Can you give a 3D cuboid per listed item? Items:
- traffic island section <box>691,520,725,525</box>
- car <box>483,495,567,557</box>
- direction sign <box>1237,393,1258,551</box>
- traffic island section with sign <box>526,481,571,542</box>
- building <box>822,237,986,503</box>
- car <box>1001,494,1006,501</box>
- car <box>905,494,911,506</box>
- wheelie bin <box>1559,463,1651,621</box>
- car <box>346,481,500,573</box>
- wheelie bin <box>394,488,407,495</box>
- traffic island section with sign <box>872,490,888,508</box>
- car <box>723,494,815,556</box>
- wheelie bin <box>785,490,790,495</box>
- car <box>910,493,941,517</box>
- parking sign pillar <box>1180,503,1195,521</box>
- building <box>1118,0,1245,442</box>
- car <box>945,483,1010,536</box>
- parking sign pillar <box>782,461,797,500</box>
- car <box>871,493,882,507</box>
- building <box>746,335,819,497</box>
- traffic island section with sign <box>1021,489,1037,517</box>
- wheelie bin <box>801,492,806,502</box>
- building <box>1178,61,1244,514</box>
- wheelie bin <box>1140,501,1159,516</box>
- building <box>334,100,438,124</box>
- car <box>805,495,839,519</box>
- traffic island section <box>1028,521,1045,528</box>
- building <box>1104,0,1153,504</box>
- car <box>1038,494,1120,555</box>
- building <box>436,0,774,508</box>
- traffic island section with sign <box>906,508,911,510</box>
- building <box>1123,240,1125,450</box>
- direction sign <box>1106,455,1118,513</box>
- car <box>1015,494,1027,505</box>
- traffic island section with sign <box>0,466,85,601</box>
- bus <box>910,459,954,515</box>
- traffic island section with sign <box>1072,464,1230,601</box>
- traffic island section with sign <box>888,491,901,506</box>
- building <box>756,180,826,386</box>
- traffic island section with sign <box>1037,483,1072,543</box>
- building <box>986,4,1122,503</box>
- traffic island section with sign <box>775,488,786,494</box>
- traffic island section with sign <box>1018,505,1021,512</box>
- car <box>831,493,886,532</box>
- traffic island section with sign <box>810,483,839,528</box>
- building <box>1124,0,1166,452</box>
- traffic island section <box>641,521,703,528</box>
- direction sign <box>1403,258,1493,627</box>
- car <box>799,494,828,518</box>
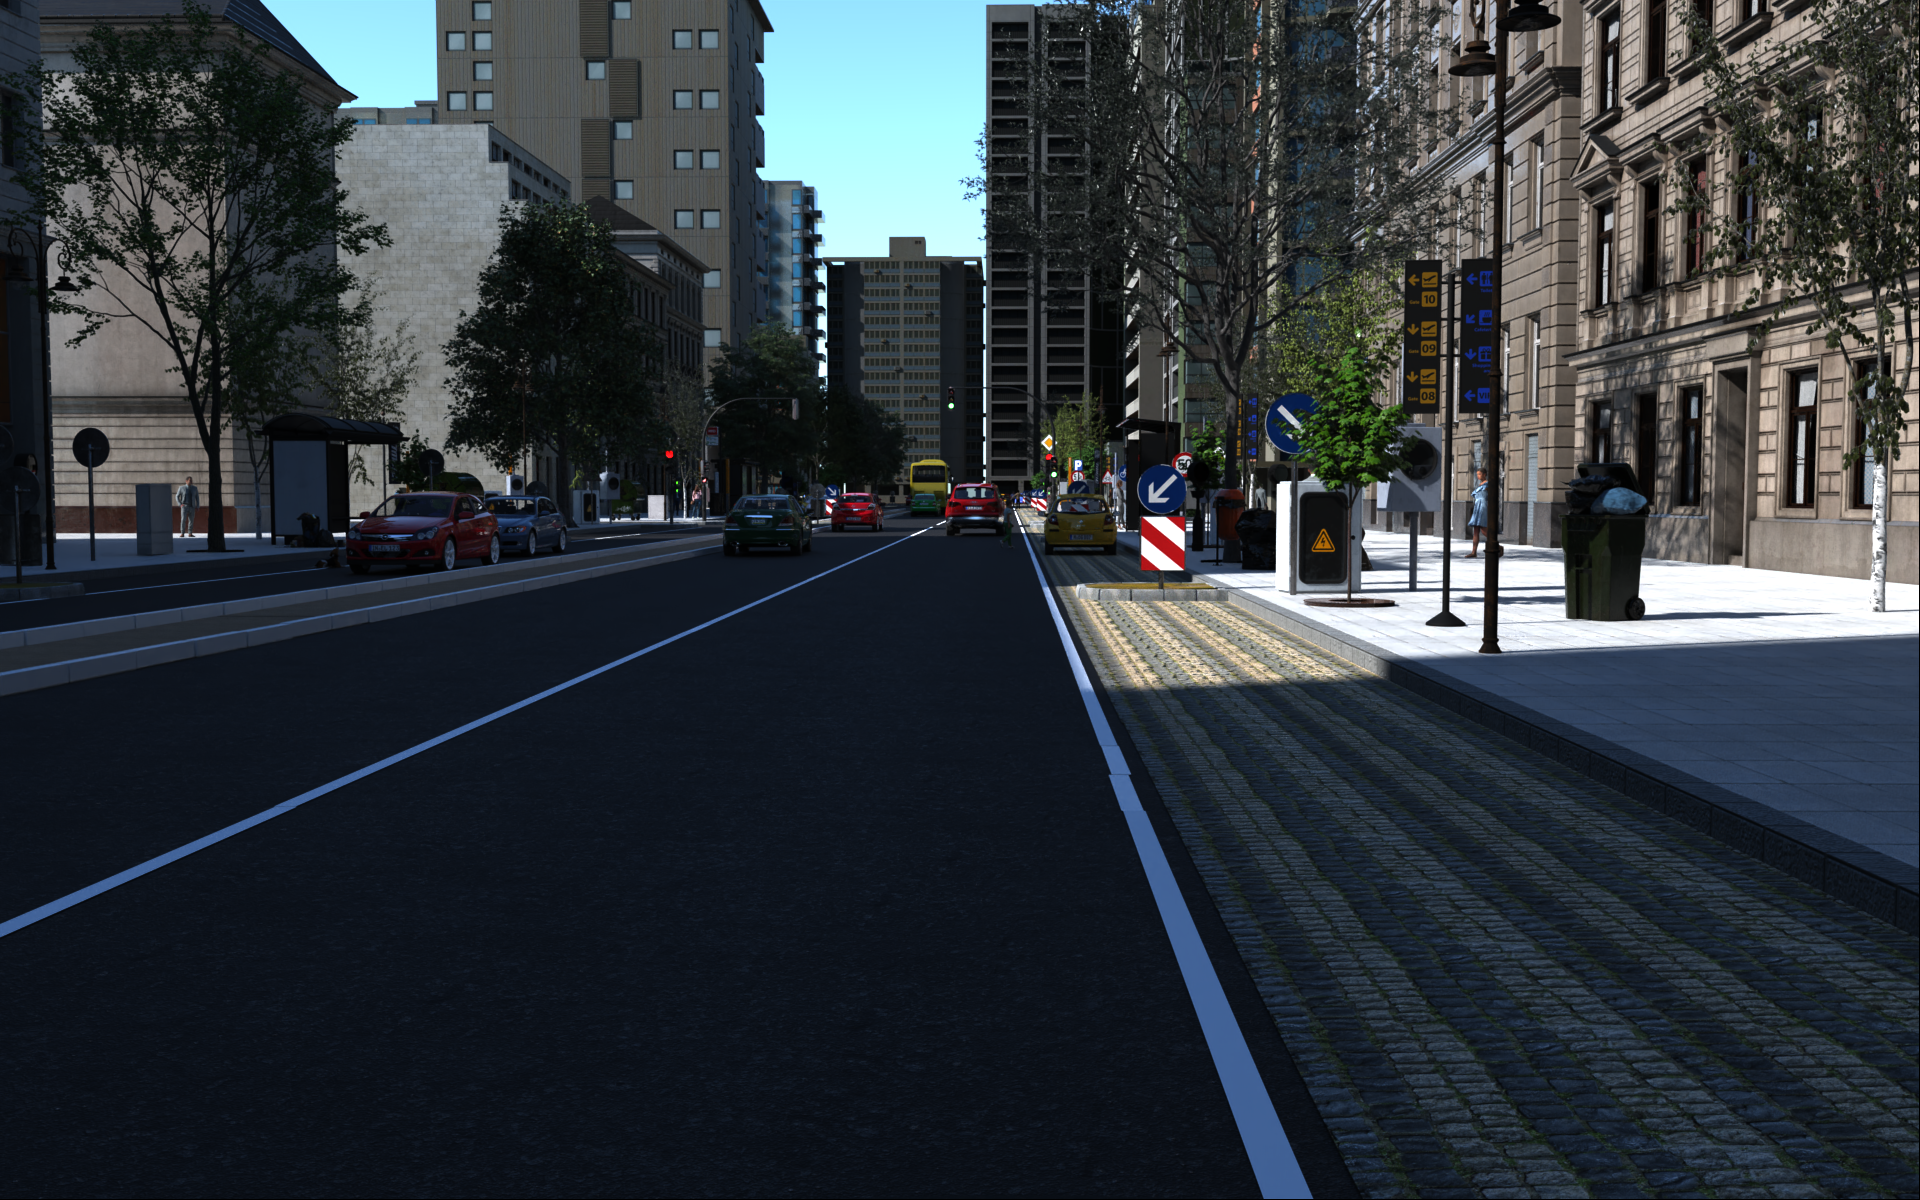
[{"bbox_3d":[-12.124,-3.653,82.014,2.009,0.180,2.903,0,4,2],"label":"traffic island section"},{"bbox_3d":[-10.584,-1.777,41.055,2.014,1.417,4.499,0,4,1],"label":"car"},{"bbox_3d":[6.428,-2.883,39.131,0.379,3.537,0.876,-2,4,-30],"label":"direction sign"},{"bbox_3d":[-12.645,-2.613,51.356,1.989,1.847,2.006,0,4,2],"label":"traffic island section with sign"},{"bbox_3d":[-8.087,-35.012,264.327,23.993,40.220,32.217,0,4,2],"label":"building"},{"bbox_3d":[3.416,-8.456,148.480,2.015,1.641,3.980,0,4,0],"label":"car"},{"bbox_3d":[-5.801,-12.716,216.944,2.155,1.783,4.494,0,4,2],"label":"car"},{"bbox_3d":[6.570,-0.597,17.662,0.693,1.594,0.980,-2,4,-30],"label":"wheelie bin"},{"bbox_3d":[-10.065,-1.443,32.635,2.155,1.783,4.494,0,4,2],"label":"car"},{"bbox_3d":[-26.872,-4.625,83.521,0.693,1.594,0.980,1,4,13],"label":"wheelie bin"},{"bbox_3d":[-8.949,-10.716,183.841,1.989,1.847,2.006,0,4,2],"label":"traffic island section with sign"},{"bbox_3d":[-4.610,-1.835,41.802,2.131,1.459,4.920,0,4,0],"label":"car"},{"bbox_3d":[-12.767,-7.240,126.286,0.693,1.594,0.980,1,4,21],"label":"wheelie bin"},{"bbox_3d":[-2.195,-6.243,110.863,1.959,1.807,4.718,0,4,2],"label":"car"},{"bbox_3d":[10.493,-5.750,82.482,1.447,3.967,1.447,1,4,15],"label":"parking sign pillar"},{"bbox_3d":[34.964,-50.056,256.668,20.611,71.187,20.563,0,4,2],"label":"building"},{"bbox_3d":[0.613,-3.207,61.103,2.281,1.827,5.304,0,4,3],"label":"car"},{"bbox_3d":[-13.111,-8.840,133.002,1.447,3.967,1.447,3,5,42],"label":"parking sign pillar"},{"bbox_3d":[-6.921,-7.405,130.106,2.155,1.783,4.494,0,4,2],"label":"car"},{"bbox_3d":[-33.112,-22.467,212.381,28.899,21.520,27.650,0,4,2],"label":"building"},{"bbox_3d":[4.936,-6.038,107.353,1.989,1.847,2.006,0,4,2],"label":"traffic island section with sign"},{"bbox_3d":[-14.064,-9.080,156.362,0.693,1.594,0.980,-2,4,-31],"label":"wheelie bin"},{"bbox_3d":[21.899,-21.255,119.216,14.160,30.474,14.107,0,4,2],"label":"building"},{"bbox_3d":[5.786,-2.680,51.721,0.693,1.594,0.980,1,4,22],"label":"wheelie bin"},{"bbox_3d":[-62.903,-36.347,213.874,30.456,49.044,23.786,0,4,2],"label":"building"},{"bbox_3d":[-7.776,-5.354,99.897,2.083,1.381,4.827,0,4,3],"label":"car"},{"bbox_3d":[4.211,-3.625,81.556,2.009,0.180,2.903,0,4,2],"label":"traffic island section"},{"bbox_3d":[29.418,-54.647,206.142,22.319,86.520,31.000,0,4,2],"label":"building"},{"bbox_3d":[2.887,-1.936,41.880,2.015,1.641,3.980,0,4,3],"label":"car"},{"bbox_3d":[-34.173,-35.642,171.990,28.713,52.752,27.495,0,4,2],"label":"building"},{"bbox_3d":[-3.859,-9.081,156.608,2.006,1.907,1.989,0,4,2],"label":"traffic island section with sign"},{"bbox_3d":[24.343,-25.275,184.945,14.160,30.474,14.107,0,4,2],"label":"building"},{"bbox_3d":[8.869,-6.679,101.191,0.876,3.537,0.379,3,5,43],"label":"direction sign"},{"bbox_3d":[7.975,-13.117,224.049,1.945,1.707,3.694,0,4,0],"label":"car"},{"bbox_3d":[-13.412,-0.945,24.085,1.989,1.847,2.006,0,4,2],"label":"traffic island section with sign"},{"bbox_3d":[-2.007,-8.021,122.688,2.896,3.916,12.252,0,4,1],"label":"bus"},{"bbox_3d":[2.621,-0.937,23.953,1.989,1.847,2.006,0,4,2],"label":"traffic island section with sign"},{"bbox_3d":[-8.188,-12.402,211.397,1.989,1.847,2.006,0,4,2],"label":"traffic island section with sign"},{"bbox_3d":[-35.408,-39.225,260.938,30.456,49.044,23.786,0,4,2],"label":"building"},{"bbox_3d":[3.381,-2.612,51.331,1.989,1.847,2.006,0,4,2],"label":"traffic island section with sign"},{"bbox_3d":[14.254,-50.056,256.664,20.611,71.187,20.563,0,4,2],"label":"building"},{"bbox_3d":[-11.090,-6.018,107.029,1.989,1.847,2.006,0,4,2],"label":"traffic island section with sign"},{"bbox_3d":[5.692,-7.701,134.541,1.989,1.847,2.006,0,4,2],"label":"traffic island section with sign"},{"bbox_3d":[-3.955,-3.554,67.144,2.155,1.783,4.494,0,4,1],"label":"car"},{"bbox_3d":[-5.942,-4.487,81.498,2.006,1.907,1.989,0,4,2],"label":"traffic island section with sign"},{"bbox_3d":[27.207,-33.198,166.487,21.300,48.544,21.600,0,4,2],"label":"building"},{"bbox_3d":[-12.346,-3.165,74.032,2.009,0.180,2.903,0,4,2],"label":"traffic island section"},{"bbox_3d":[4.740,-1.517,16.799,0.876,3.537,0.379,1,4,9],"label":"direction sign"},{"bbox_3d":[-8.765,-5.837,105.655,2.015,1.641,3.980,0,4,3],"label":"car"}]
